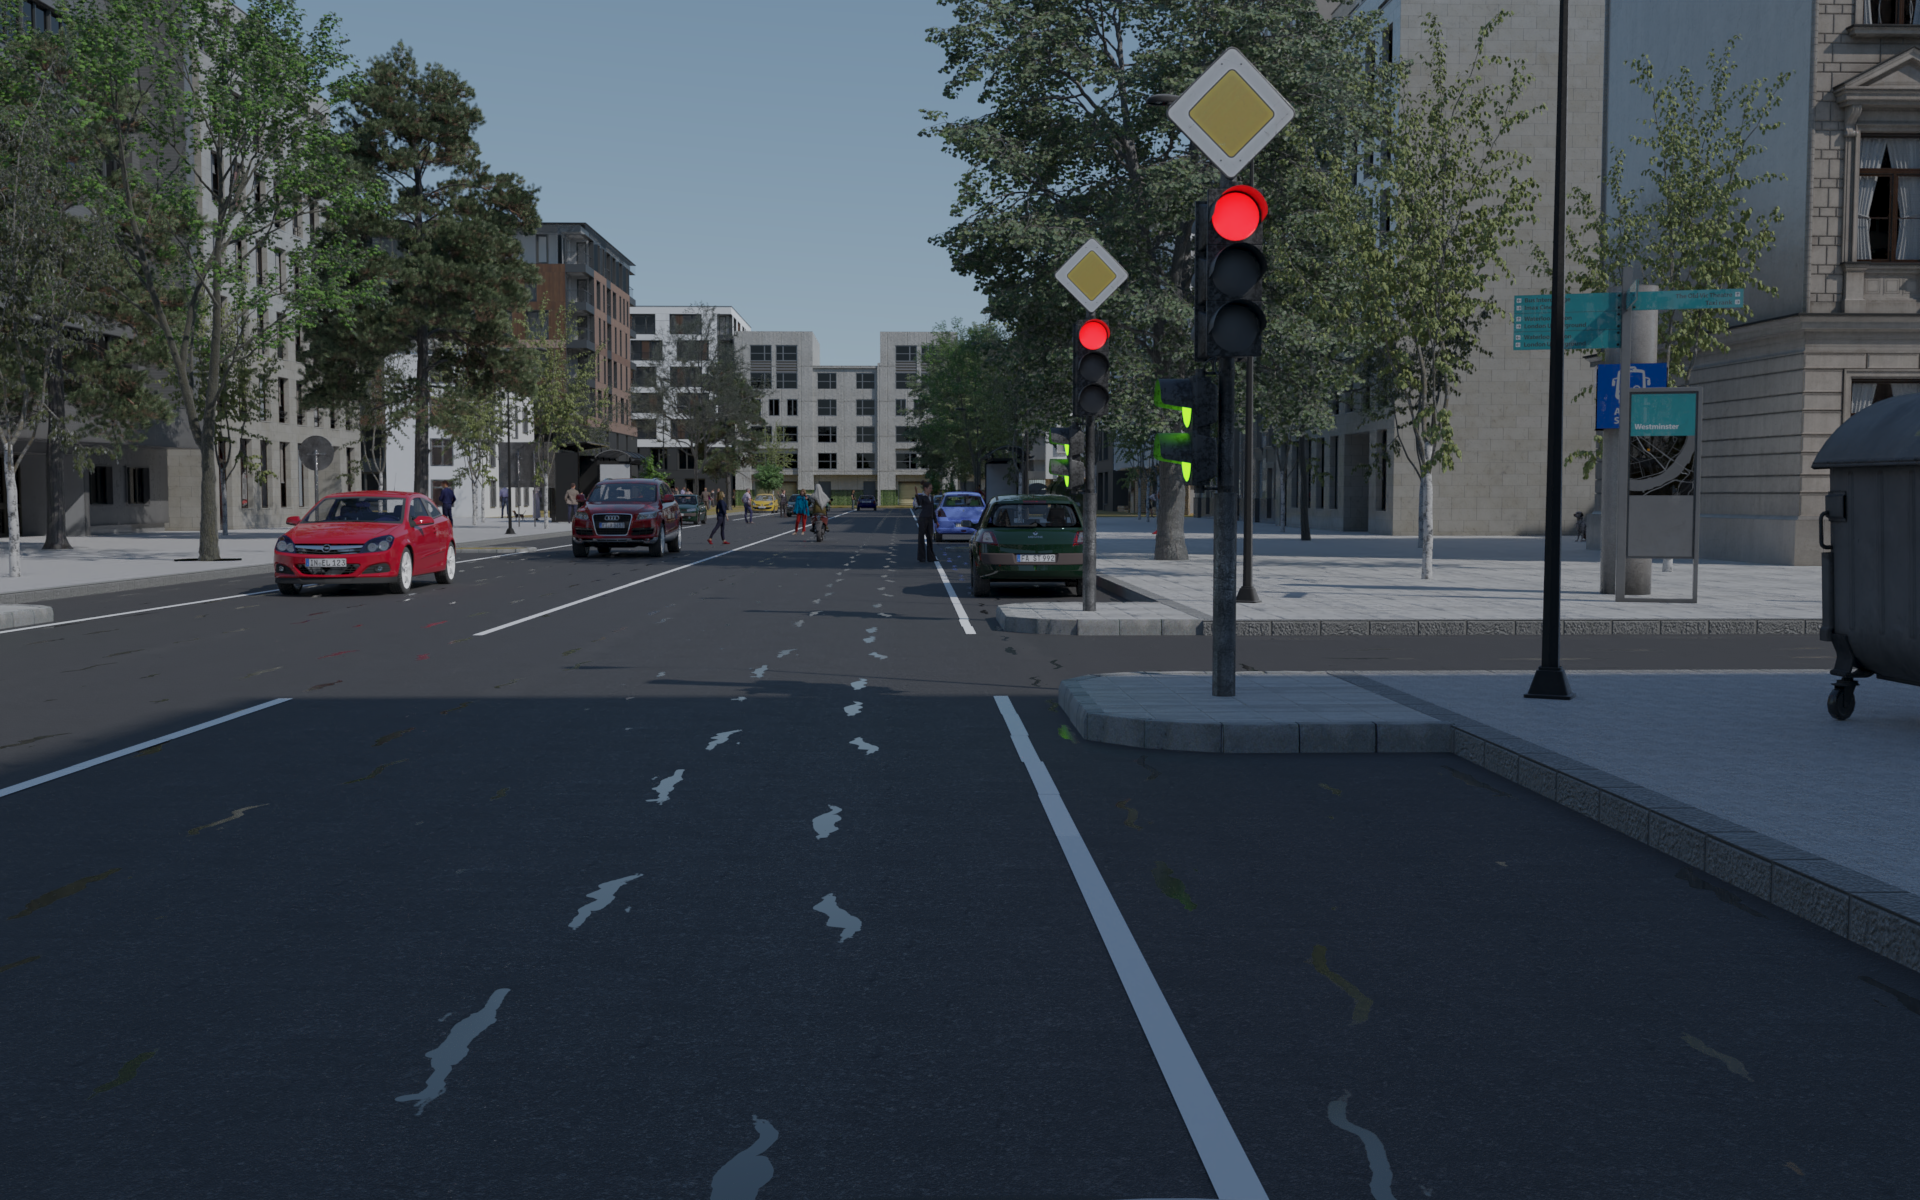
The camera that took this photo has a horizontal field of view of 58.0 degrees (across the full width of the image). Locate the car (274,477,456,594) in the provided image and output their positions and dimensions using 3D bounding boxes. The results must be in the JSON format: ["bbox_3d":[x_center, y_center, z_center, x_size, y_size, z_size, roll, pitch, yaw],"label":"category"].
[{"bbox_3d":[-8.912,-1.046,26.138,2.155,1.783,4.494,0,4,-3],"label":"car"}]

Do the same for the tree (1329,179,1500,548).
[{"bbox_3d":[10.915,-5.549,41.090,4.360,8.622,3.978,0,3,0],"label":"tree"}]

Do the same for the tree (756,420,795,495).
[{"bbox_3d":[-18.427,-13.514,171.309,4.737,8.622,4.395,0,3,0],"label":"tree"}]

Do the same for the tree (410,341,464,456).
[{"bbox_3d":[-20.035,-7.357,70.646,4.737,8.622,4.395,0,3,0],"label":"tree"}]

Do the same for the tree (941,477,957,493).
[{"bbox_3d":[-0.743,-10.057,159.033,1.663,3.219,1.824,0,3,0],"label":"tree"}]

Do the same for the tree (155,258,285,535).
[{"bbox_3d":[-22.836,-6.310,53.523,4.737,8.622,4.395,0,3,0],"label":"tree"}]

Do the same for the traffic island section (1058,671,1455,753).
[{"bbox_3d":[1.701,0.688,11.030,2.009,0.180,2.903,0,4,-2],"label":"traffic island section"}]

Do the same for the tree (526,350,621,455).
[{"bbox_3d":[-19.691,-8.496,89.273,4.360,8.622,3.978,0,3,0],"label":"tree"}]

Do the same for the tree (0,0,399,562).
[{"bbox_3d":[-14.460,-6.541,32.697,9.928,11.665,9.643,0,3,0],"label":"tree"}]

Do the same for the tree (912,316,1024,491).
[{"bbox_3d":[0.961,-10.700,100.706,9.928,11.665,9.643,0,3,0],"label":"tree"}]

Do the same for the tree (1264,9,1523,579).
[{"bbox_3d":[6.804,-4.612,25.764,4.737,8.622,4.395,0,3,0],"label":"tree"}]

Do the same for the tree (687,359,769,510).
[{"bbox_3d":[-18.465,-13.179,137.537,6.751,12.117,7.091,0,3,0],"label":"tree"}]

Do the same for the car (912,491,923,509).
[{"bbox_3d":[-3.653,-9.600,166.555,1.945,1.707,3.694,0,4,-3],"label":"car"}]

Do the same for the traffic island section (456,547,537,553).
[{"bbox_3d":[-11.670,-1.247,43.253,1.991,0.108,1.994,0,4,-2],"label":"traffic island section"}]

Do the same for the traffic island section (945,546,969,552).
[{"bbox_3d":[0.623,-1.272,43.662,1.991,0.108,1.994,0,4,-2],"label":"traffic island section"}]

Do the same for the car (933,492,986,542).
[{"bbox_3d":[0.042,-2.647,52.869,1.945,1.707,3.694,0,4,-2],"label":"car"}]

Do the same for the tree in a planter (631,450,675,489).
[{"bbox_3d":[-12.561,-4.471,70.328,1.991,3.239,1.994,0,4,-2],"label":"tree in a planter"}]

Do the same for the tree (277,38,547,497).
[{"bbox_3d":[-15.128,-8.670,49.171,7.806,13.903,7.818,0,3,0],"label":"tree"}]

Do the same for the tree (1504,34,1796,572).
[{"bbox_3d":[11.661,-4.781,28.529,4.737,8.622,4.395,0,3,0],"label":"tree"}]

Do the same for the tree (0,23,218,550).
[{"bbox_3d":[-21.022,-7.217,40.048,6.751,12.117,7.091,0,3,0],"label":"tree"}]

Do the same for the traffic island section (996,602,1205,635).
[{"bbox_3d":[1.441,0.200,19.011,2.009,0.180,2.903,0,4,-2],"label":"traffic island section"}]

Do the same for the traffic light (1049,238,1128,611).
[{"bbox_3d":[1.400,-1.814,18.897,0.839,4.213,0.868,0,4,-2],"label":"traffic light"}]

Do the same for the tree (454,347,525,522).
[{"bbox_3d":[-24.179,-8.324,86.452,4.360,8.622,3.978,0,3,0],"label":"tree"}]

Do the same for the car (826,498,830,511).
[{"bbox_3d":[-11.946,-8.242,146.562,2.131,1.459,4.920,0,4,-2],"label":"car"}]

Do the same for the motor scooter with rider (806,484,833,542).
[{"bbox_3d":[-4.209,-2.652,52.330,0.876,1.779,1.986,0,4,-2],"label":"motor scooter with rider"}]

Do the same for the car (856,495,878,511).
[{"bbox_3d":[-8.073,-8.405,150.008,1.945,1.354,3.894,0,4,-3],"label":"car"}]

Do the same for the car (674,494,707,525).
[{"bbox_3d":[-13.049,-4.416,81.991,2.009,1.686,4.222,0,4,-1],"label":"car"}]

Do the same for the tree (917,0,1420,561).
[{"bbox_3d":[4.007,-7.748,33.330,9.857,13.997,8.962,0,3,0],"label":"tree"}]

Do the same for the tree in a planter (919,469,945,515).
[{"bbox_3d":[-1.901,-7.581,121.174,1.991,3.239,1.994,0,4,-2],"label":"tree in a planter"}]

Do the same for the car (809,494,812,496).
[{"bbox_3d":[-10.590,-6.743,120.466,2.015,1.641,3.980,0,3,0],"label":"car"}]

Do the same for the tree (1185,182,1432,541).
[{"bbox_3d":[9.221,-6.922,47.591,7.601,10.594,8.767,0,4,1],"label":"tree"}]

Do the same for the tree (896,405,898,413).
[{"bbox_3d":[0.113,-13.876,133.532,9.857,13.997,8.962,0,3,0],"label":"tree"}]

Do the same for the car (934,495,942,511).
[{"bbox_3d":[-0.498,-3.808,74.266,2.014,1.417,4.499,0,4,0],"label":"car"}]

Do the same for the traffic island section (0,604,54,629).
[{"bbox_3d":[-11.194,0.225,18.605,2.009,0.180,2.903,0,4,-2],"label":"traffic island section"}]

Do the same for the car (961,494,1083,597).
[{"bbox_3d":[1.020,-0.966,25.575,2.009,1.686,4.222,0,4,0],"label":"car"}]

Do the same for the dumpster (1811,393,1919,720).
[{"bbox_3d":[5.534,-0.204,9.096,1.264,1.857,1.865,0,4,-2],"label":"dumpster"}]

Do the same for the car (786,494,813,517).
[{"bbox_3d":[-10.070,-6.088,109.330,2.009,1.686,4.222,0,4,-3],"label":"car"}]

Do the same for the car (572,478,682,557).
[{"bbox_3d":[-7.814,-1.975,40.966,2.281,1.827,5.304,0,4,-2],"label":"car"}]

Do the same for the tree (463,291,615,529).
[{"bbox_3d":[-15.133,-6.948,63.961,4.737,8.622,4.395,0,3,0],"label":"tree"}]

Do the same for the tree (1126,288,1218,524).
[{"bbox_3d":[7.821,-6.851,62.376,4.360,8.622,3.978,0,3,0],"label":"tree"}]

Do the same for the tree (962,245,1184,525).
[{"bbox_3d":[3.100,-5.673,43.117,4.737,8.622,4.395,0,3,0],"label":"tree"}]

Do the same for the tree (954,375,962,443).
[{"bbox_3d":[2.057,-8.171,83.962,4.737,8.622,4.395,0,3,0],"label":"tree"}]

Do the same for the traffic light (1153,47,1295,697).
[{"bbox_3d":[1.661,-1.325,10.916,0.839,4.213,0.868,0,4,-2],"label":"traffic light"}]

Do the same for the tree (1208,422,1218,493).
[{"bbox_3d":[10.847,-6.553,57.506,4.737,8.622,4.395,0,3,0],"label":"tree"}]

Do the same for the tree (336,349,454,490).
[{"bbox_3d":[-20.485,-6.775,61.131,4.360,8.622,3.978,0,3,0],"label":"tree"}]

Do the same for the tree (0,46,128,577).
[{"bbox_3d":[-14.551,-4.645,26.305,4.360,8.622,3.978,0,3,0],"label":"tree"}]

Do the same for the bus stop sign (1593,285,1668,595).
[{"bbox_3d":[8.554,-2.027,22.150,0.837,3.901,0.837,1,4,18],"label":"bus stop sign"}]

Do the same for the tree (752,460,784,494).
[{"bbox_3d":[-18.158,-11.069,164.685,4.285,4.588,4.351,0,3,0],"label":"tree"}]

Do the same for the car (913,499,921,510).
[{"bbox_3d":[-3.089,-8.598,152.931,2.083,1.381,4.827,0,4,-2],"label":"car"}]

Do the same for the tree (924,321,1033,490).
[{"bbox_3d":[1.371,-11.962,113.709,7.486,12.596,7.792,0,3,0],"label":"tree"}]

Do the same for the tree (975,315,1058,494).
[{"bbox_3d":[2.344,-6.837,62.150,4.360,8.622,3.978,0,3,0],"label":"tree"}]

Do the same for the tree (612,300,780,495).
[{"bbox_3d":[-16.469,-12.128,108.660,12.009,13.543,11.850,0,3,0],"label":"tree"}]

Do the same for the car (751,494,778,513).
[{"bbox_3d":[-14.634,-7.322,129.939,2.015,1.641,3.980,0,3,0],"label":"car"}]

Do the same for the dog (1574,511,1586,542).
[{"bbox_3d":[16.963,-1.977,46.699,0.800,0.831,0.513,1,4,20],"label":"dog"}]
